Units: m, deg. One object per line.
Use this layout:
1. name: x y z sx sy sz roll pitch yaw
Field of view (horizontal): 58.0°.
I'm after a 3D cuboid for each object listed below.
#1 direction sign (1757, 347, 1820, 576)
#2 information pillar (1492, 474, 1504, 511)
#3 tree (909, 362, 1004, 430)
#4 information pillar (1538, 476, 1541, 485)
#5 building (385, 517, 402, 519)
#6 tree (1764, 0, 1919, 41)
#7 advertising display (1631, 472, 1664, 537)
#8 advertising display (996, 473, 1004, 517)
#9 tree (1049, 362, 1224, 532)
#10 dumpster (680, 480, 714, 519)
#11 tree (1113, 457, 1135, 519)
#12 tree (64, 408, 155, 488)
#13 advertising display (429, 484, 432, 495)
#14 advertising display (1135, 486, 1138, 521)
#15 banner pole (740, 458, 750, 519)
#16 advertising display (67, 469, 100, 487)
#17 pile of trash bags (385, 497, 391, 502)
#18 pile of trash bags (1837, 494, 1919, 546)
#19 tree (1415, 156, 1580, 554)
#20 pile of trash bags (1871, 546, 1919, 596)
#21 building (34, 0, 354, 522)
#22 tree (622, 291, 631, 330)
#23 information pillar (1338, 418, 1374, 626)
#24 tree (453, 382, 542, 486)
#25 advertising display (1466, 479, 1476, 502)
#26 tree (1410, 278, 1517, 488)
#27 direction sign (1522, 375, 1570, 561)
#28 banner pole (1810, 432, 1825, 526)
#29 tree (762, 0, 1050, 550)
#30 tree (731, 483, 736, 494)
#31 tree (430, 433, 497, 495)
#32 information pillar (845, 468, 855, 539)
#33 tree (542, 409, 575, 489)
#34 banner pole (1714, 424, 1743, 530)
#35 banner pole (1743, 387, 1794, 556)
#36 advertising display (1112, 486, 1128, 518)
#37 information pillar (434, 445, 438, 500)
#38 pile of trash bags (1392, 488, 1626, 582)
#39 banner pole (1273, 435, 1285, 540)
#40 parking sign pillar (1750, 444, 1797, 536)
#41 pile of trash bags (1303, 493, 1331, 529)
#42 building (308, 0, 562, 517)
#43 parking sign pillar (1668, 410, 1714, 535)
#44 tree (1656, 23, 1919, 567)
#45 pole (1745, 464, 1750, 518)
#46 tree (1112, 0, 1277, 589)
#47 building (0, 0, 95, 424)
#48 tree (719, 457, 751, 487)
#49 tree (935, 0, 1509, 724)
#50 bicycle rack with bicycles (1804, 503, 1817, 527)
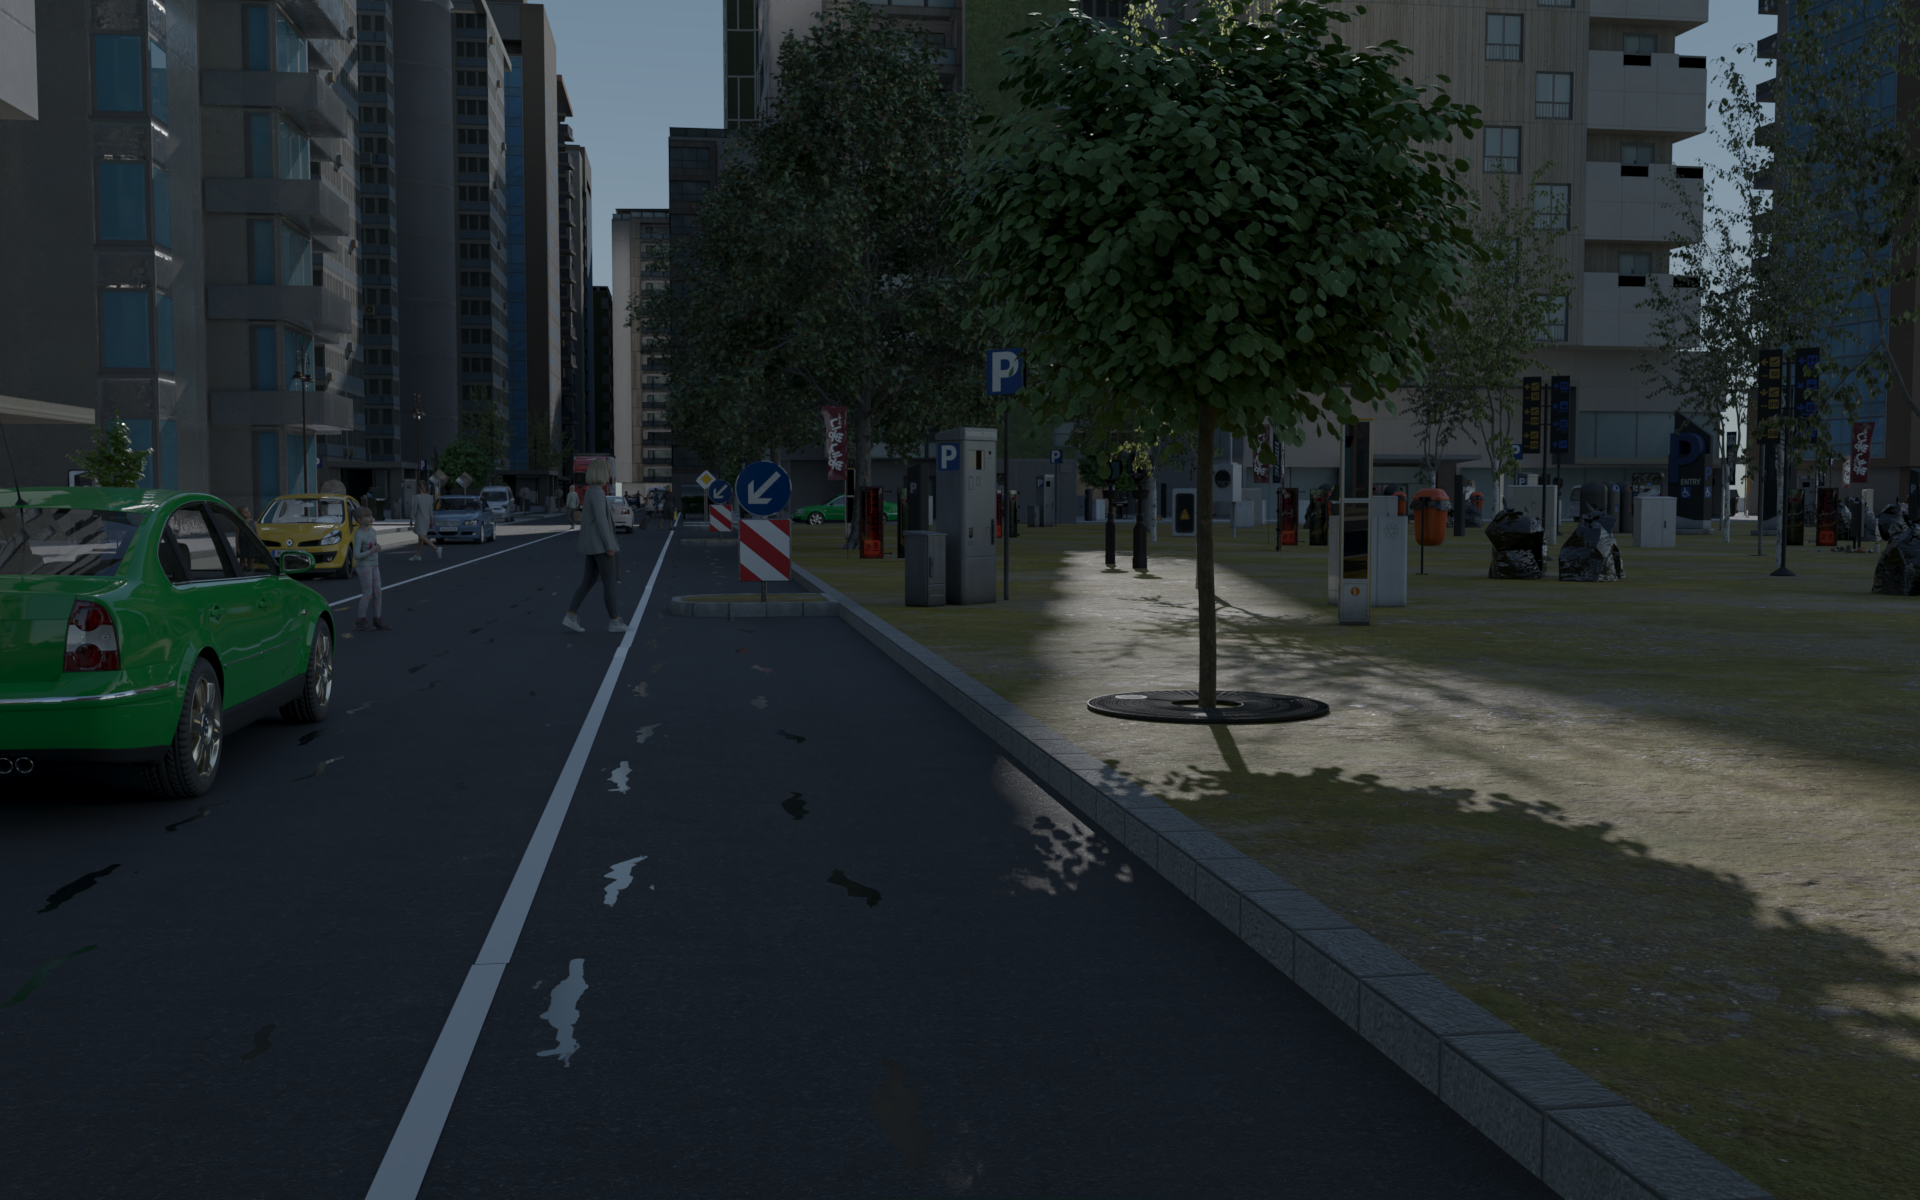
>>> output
1. direction sign: 12.913 -2.145 27.068 0.876 3.537 0.379 3 4 38
2. information pillar: 19.454 -3.558 62.668 0.304 2.012 0.304 3 5 40
3. tree: -0.088 -7.143 67.153 4.737 8.622 4.395 0 3 0
4. information pillar: 23.685 -4.031 70.396 0.304 2.012 0.304 -1 4 -21
5. building: -46.401 -24.585 93.851 32.217 40.220 23.993 -1 4 -9
6. tree: 8.886 -3.984 15.507 4.360 8.622 3.978 0 3 0
7. advertising display: 20.384 -2.823 51.375 0.123 1.923 0.974 -3 4 -36
8. advertising display: 1.099 -2.929 53.109 0.974 1.923 0.123 3 5 43
9. tree: 5.916 -8.545 57.832 7.486 12.596 7.792 0 3 0
10. dumpster: -14.950 -5.744 98.868 1.985 2.255 1.502 -1 4 -9
11. tree: 8.198 -5.707 87.917 1.663 3.219 1.824 0 3 0
12. tree: -18.877 -2.711 38.919 1.663 3.219 1.824 0 3 0
13. advertising display: -35.902 -6.804 116.461 0.974 1.923 0.123 2 4 27
14. advertising display: 7.068 -3.864 68.386 0.123 1.923 0.974 0 4 -5
15. banner pole: -10.188 -5.651 82.403 0.863 3.779 0.401 3 5 44
16. advertising display: -22.753 -2.449 45.251 0.974 1.923 0.123 -2 4 -33
17. pile of trash bags: -37.245 -6.420 114.716 3.447 1.369 1.912 -3 4 -36
18. pile of trash bags: 25.140 -2.291 47.207 1.912 1.369 3.447 -1 4 -10
19. tree: 11.306 -5.301 37.033 4.737 8.622 4.395 0 3 0
20. pile of trash bags: 13.505 -0.732 21.714 3.447 1.369 1.912 0 3 0
21. building: -36.287 -26.596 54.451 30.456 49.044 23.786 -1 4 -9
22. tree: -6.069 -8.529 56.451 9.611 12.733 9.660 0 3 0
23. information pillar: 3.869 -0.762 16.951 0.304 2.012 0.304 1 4 10
24. tree: -30.724 -9.931 112.734 4.737 8.622 4.395 0 3 0
25. advertising display: 22.300 -4.347 76.292 0.974 1.923 0.123 -2 4 -26
26. tree: 15.482 -6.452 55.850 4.360 8.622 3.978 0 3 0
27. direction sign: 11.259 -2.529 33.346 0.876 3.537 0.379 2 4 31
28. banner pole: 34.409 -4.853 69.363 0.401 3.779 0.863 0 4 -3
29. tree: -2.166 -7.532 40.164 9.611 12.733 9.660 0 3 0
30. tree: -20.763 -9.789 154.655 1.663 3.219 1.824 0 3 0
31. tree: -27.931 -6.962 97.542 4.285 4.588 4.351 0 3 0
32. information pillar: -3.118 -2.731 49.141 0.304 2.012 0.304 0 4 -5
33. tree: -34.888 -11.971 146.089 4.737 8.622 4.395 0 3 0
34. banner pole: 27.043 -4.345 61.065 0.401 3.779 0.863 -1 4 -21
35. banner pole: 16.812 -2.801 35.816 0.401 3.779 0.863 -2 4 -35
36. advertising display: 8.422 -5.272 91.404 0.974 1.923 0.123 -1 4 -21
37. information pillar: -24.803 -5.546 82.033 0.183 3.616 0.504 -2 4 -27
38. pile of trash bags: 8.569 -1.043 26.801 3.447 1.369 1.912 3 5 41
39. banner pole: 9.029 -3.602 48.912 0.401 3.779 0.863 -1 4 -19
40. parking sign pillar: 25.161 -3.964 53.283 1.447 3.967 1.447 -1 4 -10
41. pile of trash bags: 13.541 -3.292 63.570 1.912 1.369 3.447 1 4 12
42. building: -46.294 -26.563 126.190 32.217 40.220 23.993 -1 4 -9
43. parking sign pillar: 23.081 -4.054 54.752 1.447 3.967 1.447 -2 4 -33
44. tree: 14.200 -4.876 30.079 4.360 8.622 3.978 0 3 0
45. pole: 42.830 -6.134 94.142 0.158 3.312 0.155 0 3 0
46. tree: 3.401 -4.473 23.504 4.360 8.622 3.978 0 3 0
47. building: -29.754 -26.373 20.435 28.713 52.752 27.495 -1 4 -9
48. tree: -12.207 -7.132 100.319 4.285 4.588 4.351 0 3 0
49. tree: 1.479 -1.627 10.311 4.285 4.588 4.351 0 3 0
50. bicycle rack with bicycles: 32.955 -3.323 67.719 2.925 0.926 2.852 0 4 0
